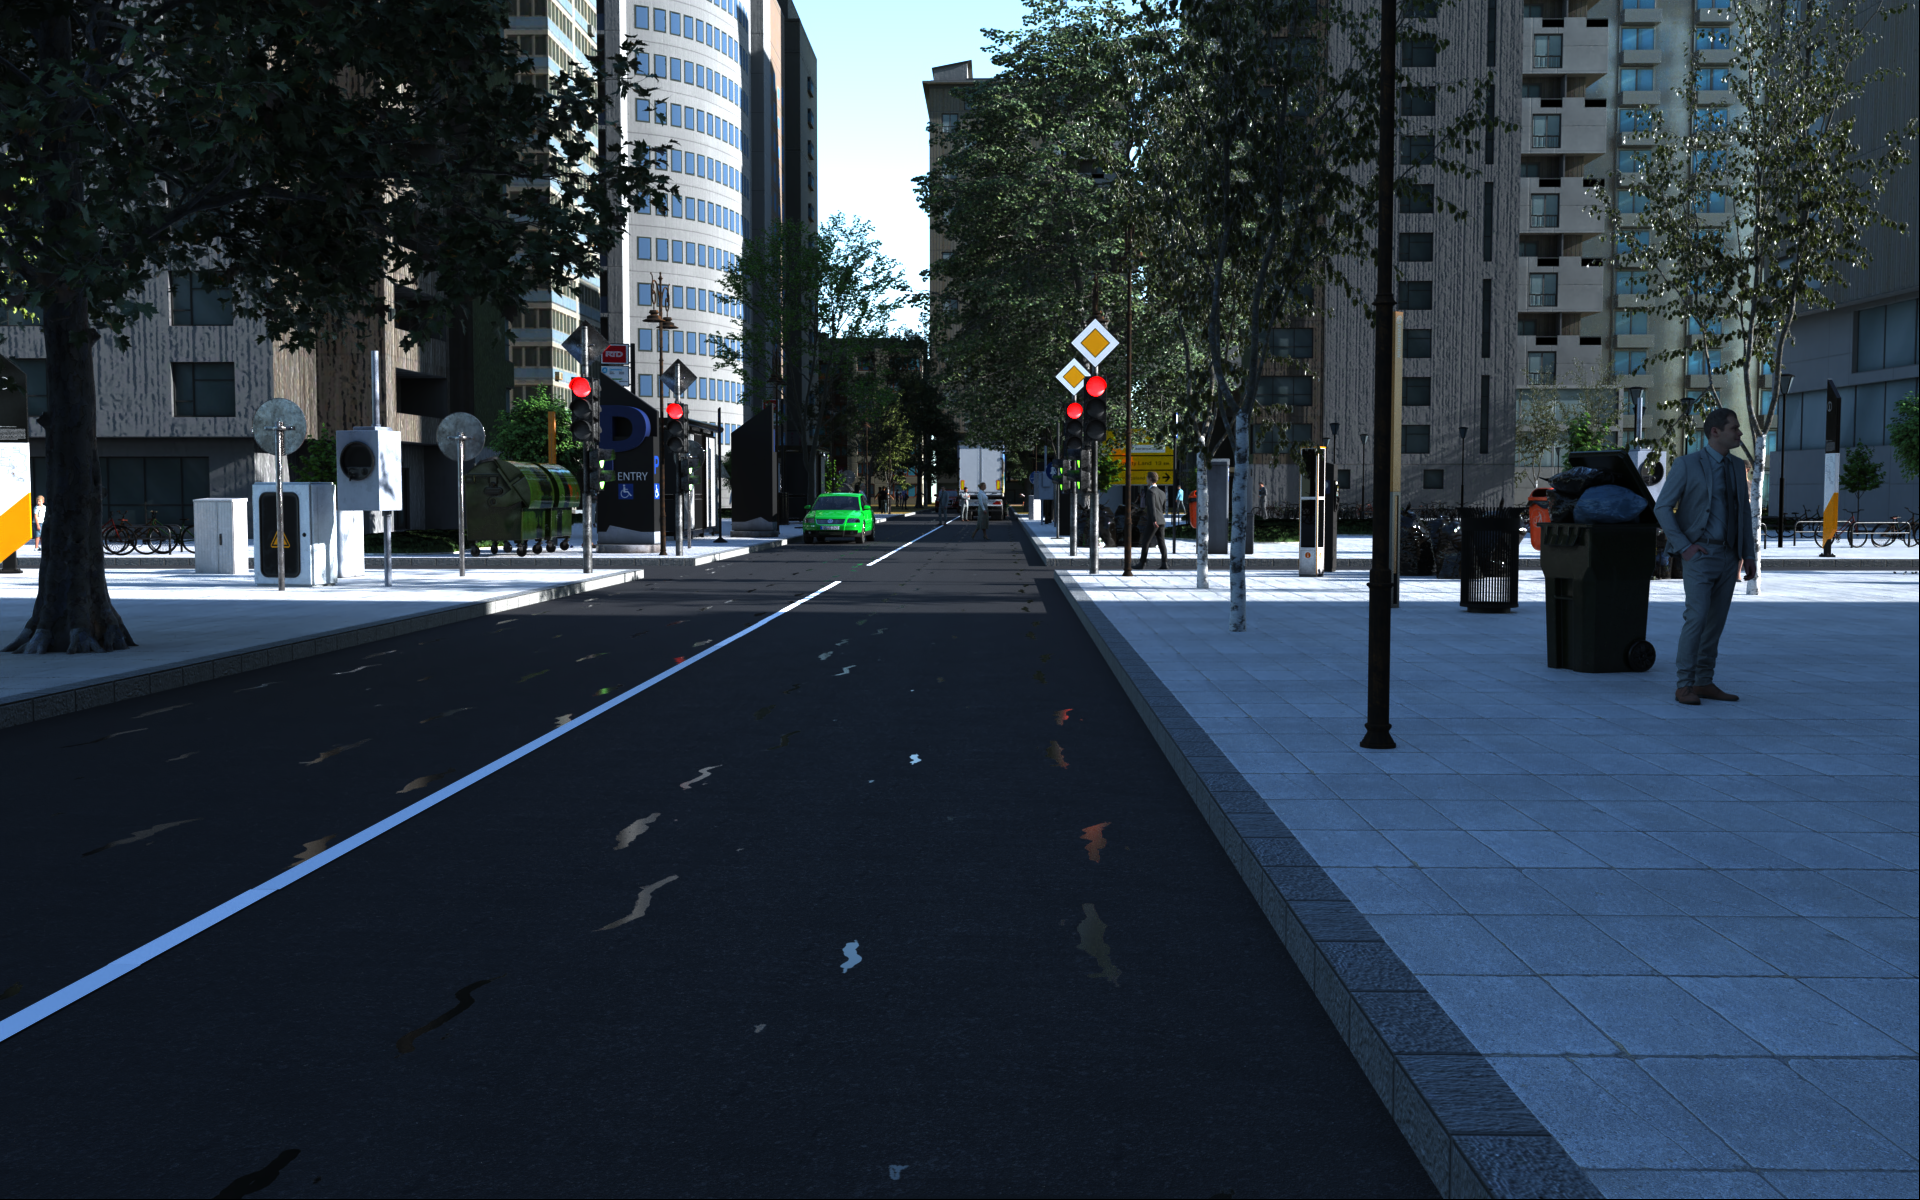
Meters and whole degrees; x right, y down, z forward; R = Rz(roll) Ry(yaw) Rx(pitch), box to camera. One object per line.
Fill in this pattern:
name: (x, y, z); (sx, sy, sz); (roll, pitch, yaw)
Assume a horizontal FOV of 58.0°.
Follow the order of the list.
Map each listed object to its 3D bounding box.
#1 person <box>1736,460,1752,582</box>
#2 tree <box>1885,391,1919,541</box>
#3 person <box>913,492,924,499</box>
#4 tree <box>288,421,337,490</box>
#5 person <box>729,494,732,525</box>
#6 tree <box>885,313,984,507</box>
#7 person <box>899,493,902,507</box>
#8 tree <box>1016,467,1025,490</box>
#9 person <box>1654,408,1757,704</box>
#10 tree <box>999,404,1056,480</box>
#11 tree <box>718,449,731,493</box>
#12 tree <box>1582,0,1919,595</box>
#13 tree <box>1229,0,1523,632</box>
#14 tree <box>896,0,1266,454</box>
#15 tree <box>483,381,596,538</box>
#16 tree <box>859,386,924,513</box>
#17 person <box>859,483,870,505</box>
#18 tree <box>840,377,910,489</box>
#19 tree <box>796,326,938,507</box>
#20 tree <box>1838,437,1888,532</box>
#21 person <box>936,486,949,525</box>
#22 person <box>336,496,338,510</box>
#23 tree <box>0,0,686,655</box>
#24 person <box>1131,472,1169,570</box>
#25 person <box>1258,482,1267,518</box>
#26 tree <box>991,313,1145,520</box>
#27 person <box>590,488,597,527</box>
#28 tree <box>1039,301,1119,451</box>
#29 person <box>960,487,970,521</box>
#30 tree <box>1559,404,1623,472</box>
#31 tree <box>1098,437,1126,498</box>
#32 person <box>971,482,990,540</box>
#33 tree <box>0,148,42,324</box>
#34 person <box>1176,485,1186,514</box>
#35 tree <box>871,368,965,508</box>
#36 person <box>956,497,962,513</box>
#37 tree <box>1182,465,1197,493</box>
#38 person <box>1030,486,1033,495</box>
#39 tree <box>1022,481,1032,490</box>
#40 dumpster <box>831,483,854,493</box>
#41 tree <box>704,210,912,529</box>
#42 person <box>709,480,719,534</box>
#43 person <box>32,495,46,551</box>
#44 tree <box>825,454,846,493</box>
person: (11.335, -1.155, 25.264); (0.599, 1.781, 0.374); (1, 4, 15)
tree: (27.188, -3.907, 47.595); (4.285, 4.588, 4.351); (0, 3, 0)
person: (-4.174, -10.581, 179.050); (1.348, 1.824, 0.705); (-2, 4, -24)
tree: (-17.051, -3.156, 46.202); (1.663, 3.219, 1.824); (0, 3, 0)
person: (-9.269, -4.056, 72.245); (0.818, 1.842, 0.514); (3, 5, 42)
tree: (-2.690, -19.747, 178.755); (12.611, 20.169, 13.585); (0, 3, 0)
person: (-5.887, -10.068, 173.877); (0.599, 1.433, 0.991); (0, 4, 3)
tree: (6.664, -10.236, 151.065); (4.285, 4.588, 4.351); (0, 3, 0)
person: (4.648, -0.282, 10.756); (0.635, 1.810, 0.391); (-2, 4, -28)
tree: (6.540, -14.856, 161.027); (7.486, 12.596, 7.792); (0, 3, 0)
tree: (-13.800, -7.678, 109.251); (4.285, 4.588, 4.351); (0, 3, 0)
tree: (10.154, -4.385, 22.062); (4.360, 8.622, 3.978); (0, 3, 0)
tree: (2.789, -4.021, 16.105); (4.360, 8.622, 3.978); (0, 3, 0)
tree: (3.274, -8.384, 43.738); (9.857, 13.997, 8.962); (0, 3, 0)
tree: (-12.232, -4.078, 50.388); (4.285, 4.588, 4.351); (0, 3, 0)
tree: (-4.823, -10.136, 116.087); (4.737, 8.622, 4.395); (0, 3, 0)
person: (-3.695, -3.459, 64.939); (0.818, 1.842, 0.514); (-1, 4, -13)
tree: (-5.337, -9.366, 103.491); (4.360, 8.622, 3.978); (0, 3, 0)
tree: (-5.225, -9.929, 96.750); (8.767, 10.594, 7.601); (0, 4, 7)
tree: (30.253, -3.910, 58.530); (1.663, 3.219, 1.824); (0, 3, 0)
person: (-0.762, -4.321, 79.240); (0.635, 1.810, 0.391); (3, 5, 40)
person: (-15.980, -2.039, 44.055); (0.362, 1.253, 0.373); (-3, 5, -43)
tree: (-7.338, -5.939, 14.104); (9.611, 12.733, 9.660); (0, 3, 0)
person: (3.560, -1.470, 32.310); (0.755, 1.850, 0.659); (3, 5, 41)
person: (14.353, -4.674, 82.276); (0.447, 1.846, 0.655); (-1, 4, -10)
tree: (4.851, -9.222, 85.184); (7.601, 10.594, 8.767); (3, 4, 38)
person: (-14.059, -3.681, 66.768); (0.519, 1.759, 0.362); (-2, 4, -33)
tree: (4.220, -6.922, 63.539); (4.737, 8.622, 4.395); (0, 3, 0)
person: (0.289, -5.020, 90.766); (0.511, 1.800, 0.466); (-3, 5, -44)
tree: (13.330, -2.605, 37.193); (1.663, 3.219, 1.824); (0, 3, 0)
tree: (4.008, -3.453, 51.058); (1.663, 3.219, 1.824); (0, 3, 0)
person: (0.647, -2.794, 54.402); (0.641, 1.798, 0.478); (2, 4, 28)
tree: (-14.621, -4.479, 23.586); (4.737, 8.622, 4.395); (0, 3, 0)
person: (14.114, -6.424, 110.943); (0.638, 1.841, 0.748); (-2, 4, -34)
tree: (-3.613, -14.670, 156.855); (9.611, 12.733, 9.660); (0, 3, 0)
person: (0.065, -7.398, 130.008); (0.990, 1.755, 0.434); (3, 5, 43)
tree: (14.850, -6.993, 108.931); (1.663, 3.219, 1.824); (0, 3, 0)
person: (4.533, -6.152, 106.730); (0.694, 1.812, 0.767); (-3, 5, -41)
tree: (5.631, -8.753, 137.705); (1.663, 3.219, 1.824); (0, 3, 0)
dumpster: (-6.093, -5.041, 88.184); (1.264, 1.857, 1.865); (0, 4, 1)
tree: (-5.604, -8.477, 64.362); (9.928, 11.665, 9.643); (0, 3, 0)
person: (-7.993, -3.035, 55.840); (0.466, 1.800, 0.511); (-2, 4, -30)
person: (-20.775, -1.738, 39.137); (0.352, 1.250, 0.332); (3, 5, 43)
tree: (-6.250, -5.430, 83.380); (1.663, 3.219, 1.824); (0, 3, 0)
